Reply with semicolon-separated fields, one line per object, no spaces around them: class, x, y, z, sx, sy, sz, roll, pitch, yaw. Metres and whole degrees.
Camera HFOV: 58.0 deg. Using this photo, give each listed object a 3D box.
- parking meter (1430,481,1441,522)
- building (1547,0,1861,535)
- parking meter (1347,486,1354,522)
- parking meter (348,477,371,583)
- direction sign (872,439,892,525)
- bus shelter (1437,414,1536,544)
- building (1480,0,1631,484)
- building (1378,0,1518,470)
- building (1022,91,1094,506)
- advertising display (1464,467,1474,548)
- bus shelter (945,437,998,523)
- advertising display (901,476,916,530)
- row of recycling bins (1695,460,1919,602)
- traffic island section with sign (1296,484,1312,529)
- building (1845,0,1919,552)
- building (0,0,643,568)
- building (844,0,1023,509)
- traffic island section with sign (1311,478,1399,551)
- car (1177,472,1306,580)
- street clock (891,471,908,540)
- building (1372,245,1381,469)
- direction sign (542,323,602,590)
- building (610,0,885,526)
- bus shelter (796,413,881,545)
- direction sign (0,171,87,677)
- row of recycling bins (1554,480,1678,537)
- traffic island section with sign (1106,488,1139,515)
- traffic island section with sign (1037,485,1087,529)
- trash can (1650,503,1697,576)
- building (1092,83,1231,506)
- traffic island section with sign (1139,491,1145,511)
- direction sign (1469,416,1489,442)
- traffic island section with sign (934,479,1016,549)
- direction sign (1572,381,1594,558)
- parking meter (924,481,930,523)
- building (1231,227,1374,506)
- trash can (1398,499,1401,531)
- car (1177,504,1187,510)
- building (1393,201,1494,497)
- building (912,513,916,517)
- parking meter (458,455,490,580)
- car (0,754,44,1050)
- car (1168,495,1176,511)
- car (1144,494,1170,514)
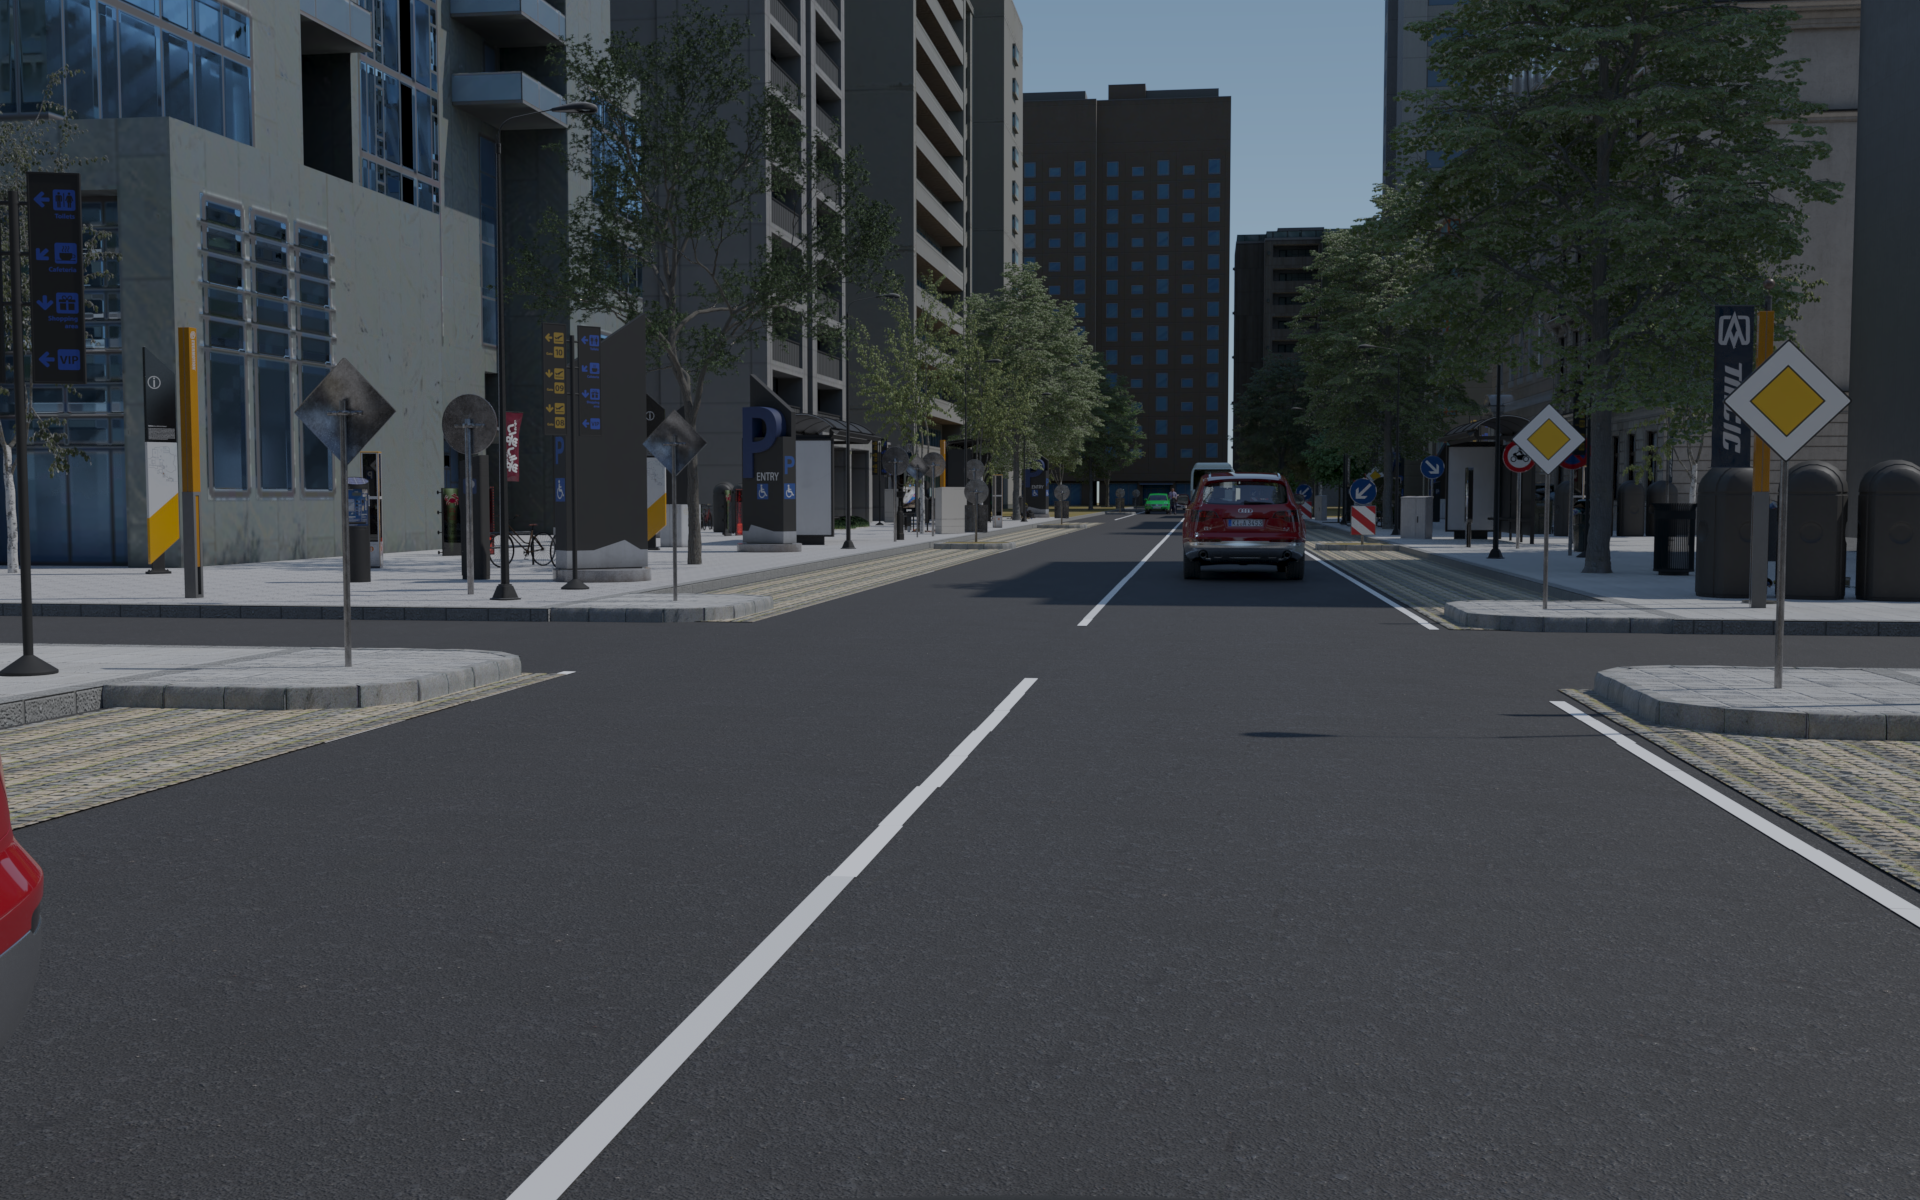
parking meter;21.794;-4.507;79.401;0.399;1.863;0.255;-1;4;-22
building;27.892;-12.081;62.152;10.561;19.102;19.286;0;4;8
parking meter;18.003;-4.547;80.057;0.399;1.863;0.255;0;4;5
parking meter;-8.784;-1.027;25.205;0.372;1.533;0.369;0;3;0
direction sign;-3.285;-4.819;70.792;0.876;3.537;0.379;3;5;43
bus shelter;14.276;-3.232;46.765;2.014;3.302;5.546;0;4;8
building;32.995;-18.060;81.189;13.634;28.700;20.117;0;4;8
building;45.643;-36.743;142.739;21.231;58.520;28.212;0;4;8
building;8.455;-33.228;193.384;14.200;45.320;14.600;0;4;8
advertising display;12.284;-2.239;41.820;0.123;1.923;0.974;1;4;12
bus shelter;0.479;-5.117;74.947;1.731;3.624;6.357;1;4;8
advertising display;-1.842;-3.423;61.176;0.123;1.923;0.974;2;4;27
row of recycling bins;10.914;-0.858;21.135;3.534;1.692;1.069;1;4;18
traffic island section with sign;13.953;-3.815;71.000;1.989;1.847;2.006;0;4;8
building;30.723;-14.442;29.631;24.014;27.812;14.314;0;4;8
building;-22.326;-44.743;44.214;22.319;86.520;31.000;0;4;8
building;-6.011;-32.458;154.382;21.600;48.544;21.300;0;4;8
traffic island section with sign;10.136;-2.183;44.315;1.989;1.847;2.006;0;4;8
car;4.966;-1.341;30.597;2.281;1.827;5.304;0;4;8
street clock;-1.685;-2.673;48.278;0.358;2.002;0.471;3;5;42
building;50.990;-25.457;187.918;14.107;30.474;14.160;0;4;8
direction sign;-5.188;-1.911;23.242;0.876;3.537;0.379;-3;5;-43
building;-14.027;-39.103;77.584;20.563;71.187;20.611;0;4;8
bus shelter;-3.588;-3.185;45.991;2.014;3.302;5.546;0;4;8
direction sign;-6.636;-1.238;12.237;0.876;3.537;0.379;-1;4;-11
row of recycling bins;19.872;-2.774;52.472;3.534;1.692;1.069;0;4;7
traffic island section with sign;11.302;-6.902;121.470;1.989;1.847;2.006;0;4;8
traffic island section with sign;4.301;-3.904;72.458;1.989;1.847;2.006;0;4;8
trash can;11.298;-0.962;27.390;0.748;1.137;0.748;0;3;0
building;22.627;-33.151;192.137;14.200;45.320;14.600;0;4;8
traffic island section with sign;15.172;-8.554;148.478;1.989;1.847;2.006;0;4;8
direction sign;15.051;-3.568;50.329;0.876;3.537;0.379;-3;4;-37
traffic island section with sign;0.431;-2.253;45.459;1.989;1.847;2.006;0;4;8
direction sign;12.656;-2.624;34.904;0.876;3.537;0.379;-2;4;-28
parking meter;-1.517;-4.339;76.647;0.255;1.863;0.399;1;4;19
building;37.106;-25.614;190.485;14.107;30.474;14.160;0;4;8
trash can;14.234;-2.661;55.166;0.748;1.137;0.748;0;3;0
car;19.653;-8.877;157.505;2.083;1.381;4.827;1;4;9
building;44.356;-16.513;115.021;27.650;21.520;28.899;0;4;8
building;-11.652;-29.650;108.487;21.300;48.544;21.600;0;4;8
parking meter;-7.288;-1.240;25.990;0.399;1.863;0.255;1;4;18
car;-2.824;0.477;0.883;2.281;1.827;5.304;0;4;6
car;17.347;-8.185;146.407;1.945;1.354;3.894;1;4;9
car;14.160;-7.028;123.699;1.959;1.807;4.718;1;4;9
